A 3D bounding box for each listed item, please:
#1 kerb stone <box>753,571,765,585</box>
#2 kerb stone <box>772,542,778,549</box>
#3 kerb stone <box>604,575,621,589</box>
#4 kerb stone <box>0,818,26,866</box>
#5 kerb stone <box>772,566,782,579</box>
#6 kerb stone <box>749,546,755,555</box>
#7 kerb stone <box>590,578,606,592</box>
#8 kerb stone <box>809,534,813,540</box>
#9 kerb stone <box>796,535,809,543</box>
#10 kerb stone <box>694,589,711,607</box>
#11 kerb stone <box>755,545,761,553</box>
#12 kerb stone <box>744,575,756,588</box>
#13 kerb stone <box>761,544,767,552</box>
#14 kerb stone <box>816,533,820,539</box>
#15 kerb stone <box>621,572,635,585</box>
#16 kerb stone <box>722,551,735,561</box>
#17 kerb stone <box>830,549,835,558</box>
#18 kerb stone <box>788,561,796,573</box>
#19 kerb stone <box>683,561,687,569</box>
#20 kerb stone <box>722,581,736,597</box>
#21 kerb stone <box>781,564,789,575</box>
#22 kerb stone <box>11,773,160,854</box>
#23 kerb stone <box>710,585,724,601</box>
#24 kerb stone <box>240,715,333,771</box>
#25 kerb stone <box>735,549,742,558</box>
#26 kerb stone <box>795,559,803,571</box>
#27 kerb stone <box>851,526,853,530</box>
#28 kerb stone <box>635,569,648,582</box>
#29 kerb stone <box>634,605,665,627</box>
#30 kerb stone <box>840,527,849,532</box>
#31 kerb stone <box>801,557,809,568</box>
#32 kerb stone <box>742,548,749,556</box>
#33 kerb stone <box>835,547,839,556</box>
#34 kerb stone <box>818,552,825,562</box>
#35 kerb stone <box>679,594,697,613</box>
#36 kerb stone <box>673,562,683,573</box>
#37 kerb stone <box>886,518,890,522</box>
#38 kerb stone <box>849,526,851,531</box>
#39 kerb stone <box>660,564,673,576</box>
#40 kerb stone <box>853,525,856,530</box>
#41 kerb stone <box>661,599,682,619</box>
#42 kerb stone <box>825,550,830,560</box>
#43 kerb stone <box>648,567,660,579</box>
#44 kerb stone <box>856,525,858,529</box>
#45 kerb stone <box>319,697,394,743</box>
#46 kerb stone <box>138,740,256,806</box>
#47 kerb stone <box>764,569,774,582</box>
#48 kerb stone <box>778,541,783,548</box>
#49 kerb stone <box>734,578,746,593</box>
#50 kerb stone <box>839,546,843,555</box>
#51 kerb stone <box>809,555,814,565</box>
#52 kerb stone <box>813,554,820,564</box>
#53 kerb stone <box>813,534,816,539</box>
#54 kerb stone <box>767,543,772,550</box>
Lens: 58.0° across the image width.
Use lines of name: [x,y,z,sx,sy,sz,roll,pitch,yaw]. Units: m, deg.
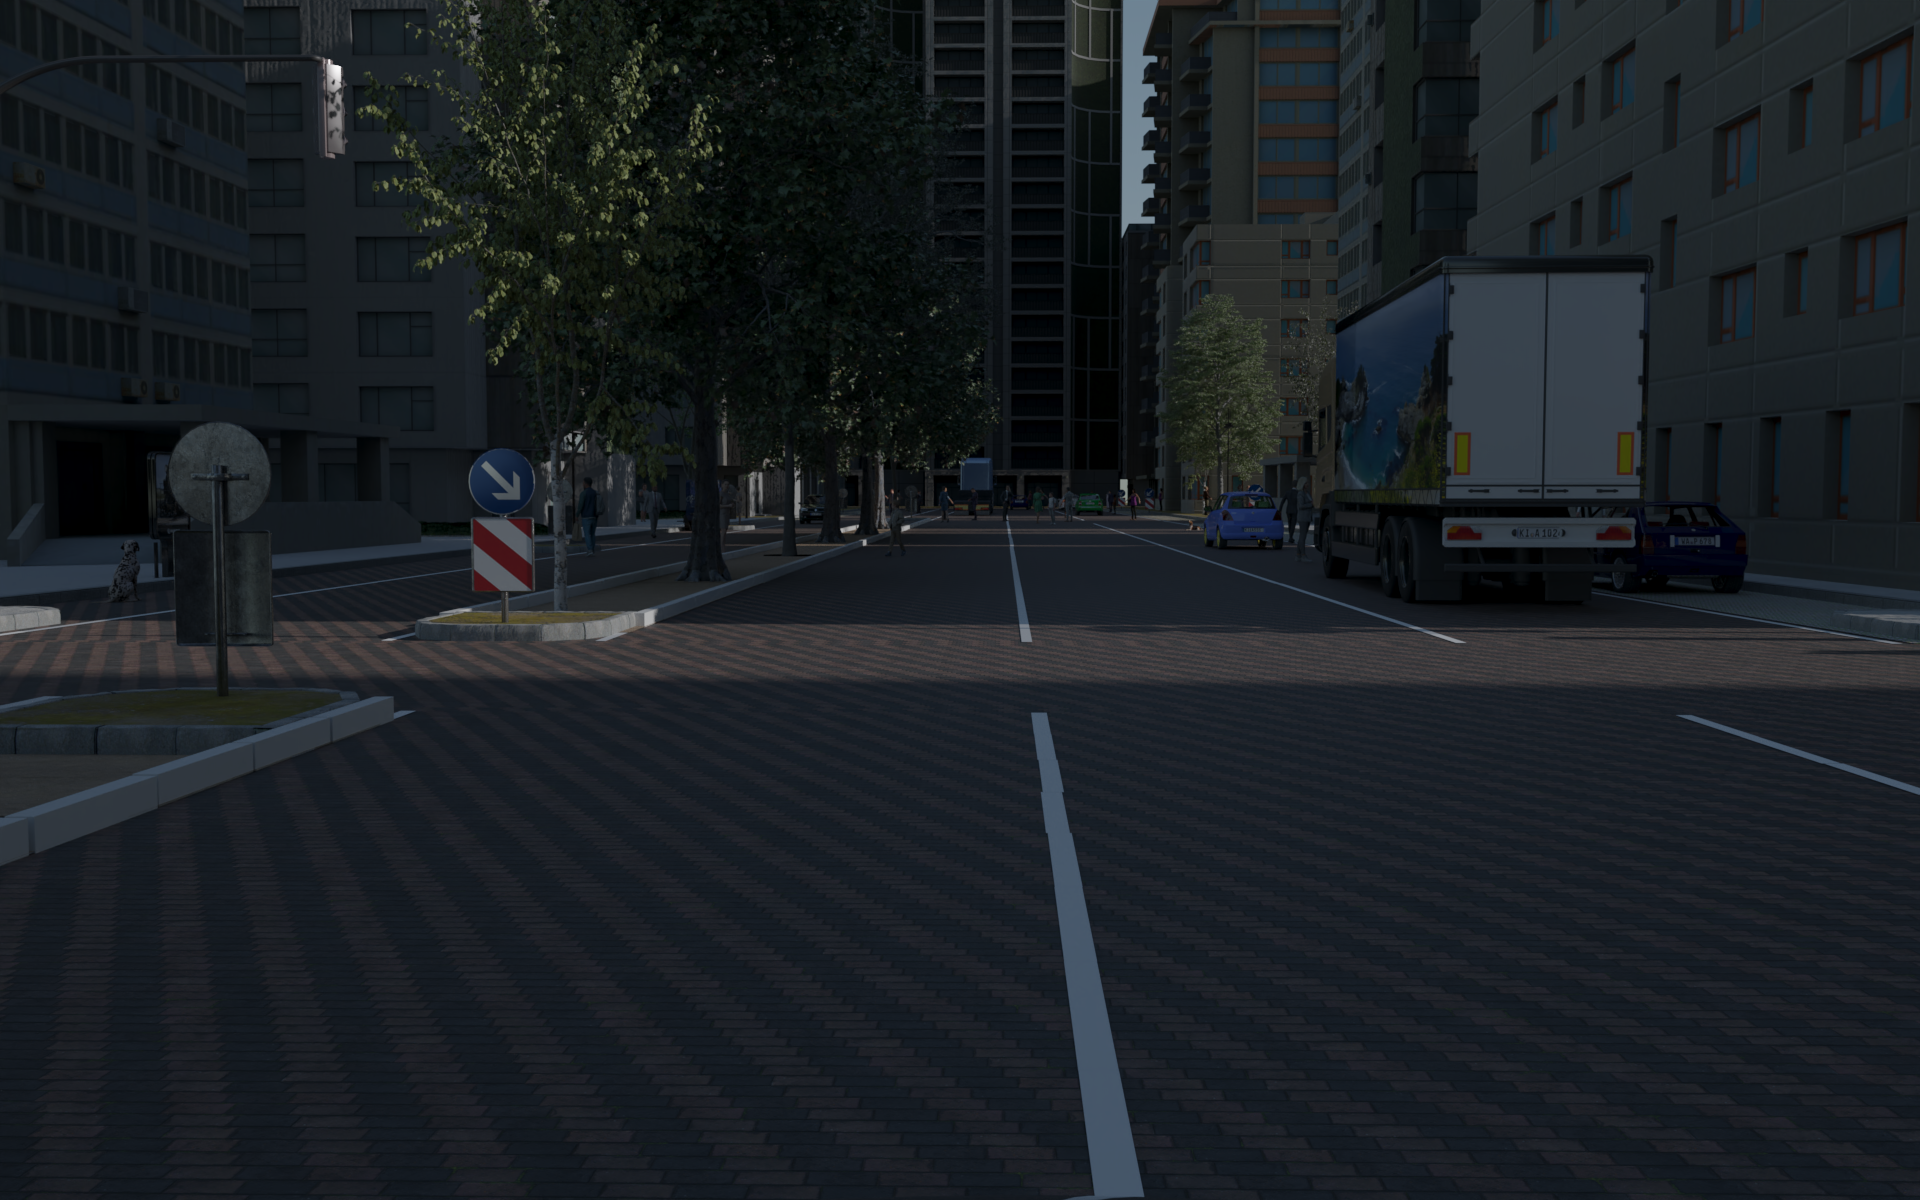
kerb stone: [-3.245,-0.315,27.342,0.120,0.150,1.000,0,4,1]
kerb stone: [-4.910,-1.384,44.837,0.120,0.150,1.000,0,4,1]
kerb stone: [-5.366,-0.256,26.379,0.120,0.150,1.000,0,4,1]
kerb stone: [-3.764,0.968,6.366,0.120,0.150,1.000,0,4,1]
kerb stone: [-3.191,-0.441,29.399,0.120,0.150,1.000,0,4,1]
kerb stone: [-5.015,-1.134,40.742,0.120,0.150,1.000,0,4,1]
kerb stone: [-5.394,-0.186,25.353,0.120,0.150,1.000,0,4,1]
kerb stone: [-4.698,-1.884,53.037,0.120,0.150,1.000,0,4,1]
kerb stone: [-4.732,-1.824,52.015,0.120,0.150,1.000,0,4,1]
kerb stone: [-3.369,-0.002,22.227,0.120,0.150,1.000,0,4,1]
kerb stone: [-4.987,-1.197,41.764,0.120,0.150,1.000,0,4,1]
kerb stone: [-3.276,-0.247,26.320,0.120,0.150,1.000,0,4,1]
kerb stone: [-4.962,-1.259,42.786,0.120,0.150,1.000,0,4,1]
kerb stone: [-4.654,-2.012,55.085,0.120,0.150,1.000,0,4,1]
kerb stone: [-5.345,-0.318,27.401,0.120,0.150,1.000,0,4,1]
kerb stone: [-5.087,-0.947,37.671,0.120,0.150,1.000,0,4,1]
kerb stone: [-2.958,-1.001,38.613,0.120,0.150,1.000,0,4,1]
kerb stone: [-3.140,-0.566,31.444,0.120,0.150,1.000,0,4,1]
kerb stone: [-5.216,-0.632,32.534,0.120,0.150,1.000,0,4,1]
kerb stone: [-3.319,-0.127,24.272,0.120,0.150,1.000,0,4,1]
kerb stone: [-3.167,-0.503,30.422,0.120,0.150,1.000,0,4,1]
kerb stone: [-3.732,0.907,7.398,0.120,0.150,1.000,0,4,1]
kerb stone: [-3.349,-0.064,23.250,0.120,0.150,1.000,0,4,1]
kerb stone: [-3.690,0.780,9.451,0.120,0.150,1.000,0,4,1]
kerb stone: [-5.054,-1.009,38.694,0.120,0.150,1.000,0,4,1]
kerb stone: [-3.113,-0.626,32.466,0.120,0.150,1.000,0,4,1]
kerb stone: [-4.350,-2.763,67.376,0.120,0.150,1.000,0,4,1]
kerb stone: [-5.320,-0.382,28.437,0.120,0.150,1.000,0,4,1]
kerb stone: [-3.445,0.186,19.156,0.120,0.150,1.000,0,4,1]
kerb stone: [-4.396,-2.634,65.326,0.120,0.150,1.000,0,4,1]
kerb stone: [-3.086,-0.691,33.488,0.120,0.150,1.000,0,4,1]
kerb stone: [-5.034,-1.067,39.716,0.120,0.150,1.000,0,4,1]
kerb stone: [-2.926,-1.067,39.639,0.120,0.150,1.000,0,4,1]
kerb stone: [-3.010,-0.879,36.562,0.120,0.150,1.000,0,4,1]
kerb stone: [-3.398,0.063,21.203,0.120,0.150,1.000,0,4,1]
kerb stone: [-5.238,-0.570,31.512,0.120,0.150,1.000,0,4,1]
kerb stone: [-3.735,-4.267,91.967,0.120,0.150,1.000,0,4,1]
kerb stone: [-4.376,-2.701,66.351,0.120,0.150,1.000,0,4,1]
kerb stone: [-5.260,-0.507,30.484,0.120,0.150,1.000,0,4,1]
kerb stone: [-4.326,-2.826,68.398,0.120,0.150,1.000,0,4,1]
kerb stone: [-3.416,0.126,20.178,0.120,0.150,1.000,0,4,1]
kerb stone: [-2.989,-0.942,37.591,0.120,0.150,1.000,0,4,1]
kerb stone: [-5.300,-0.444,29.459,0.120,0.150,1.000,0,4,1]
kerb stone: [-4.301,-2.888,69.420,0.120,0.150,1.000,0,4,1]
kerb stone: [-3.659,0.717,10.472,0.120,0.150,1.000,0,4,1]
kerb stone: [-3.716,0.842,8.429,0.120,0.150,1.000,0,4,1]
kerb stone: [-3.213,-0.378,28.368,0.120,0.150,1.000,0,4,1]
kerb stone: [-4.889,-1.447,45.859,0.120,0.150,1.000,0,4,1]
kerb stone: [-3.296,-0.189,25.294,0.120,0.150,1.000,0,4,1]
kerb stone: [-2.904,-1.127,40.668,0.120,0.150,1.000,0,4,1]
kerb stone: [-3.071,-0.750,34.510,0.120,0.150,1.000,0,4,1]
kerb stone: [-3.038,-0.816,35.532,0.120,0.150,1.000,0,4,1]
kerb stone: [-4.673,-1.943,54.063,0.120,0.150,1.000,0,4,1]
kerb stone: [-4.942,-1.322,43.813,0.120,0.150,1.000,0,4,1]
